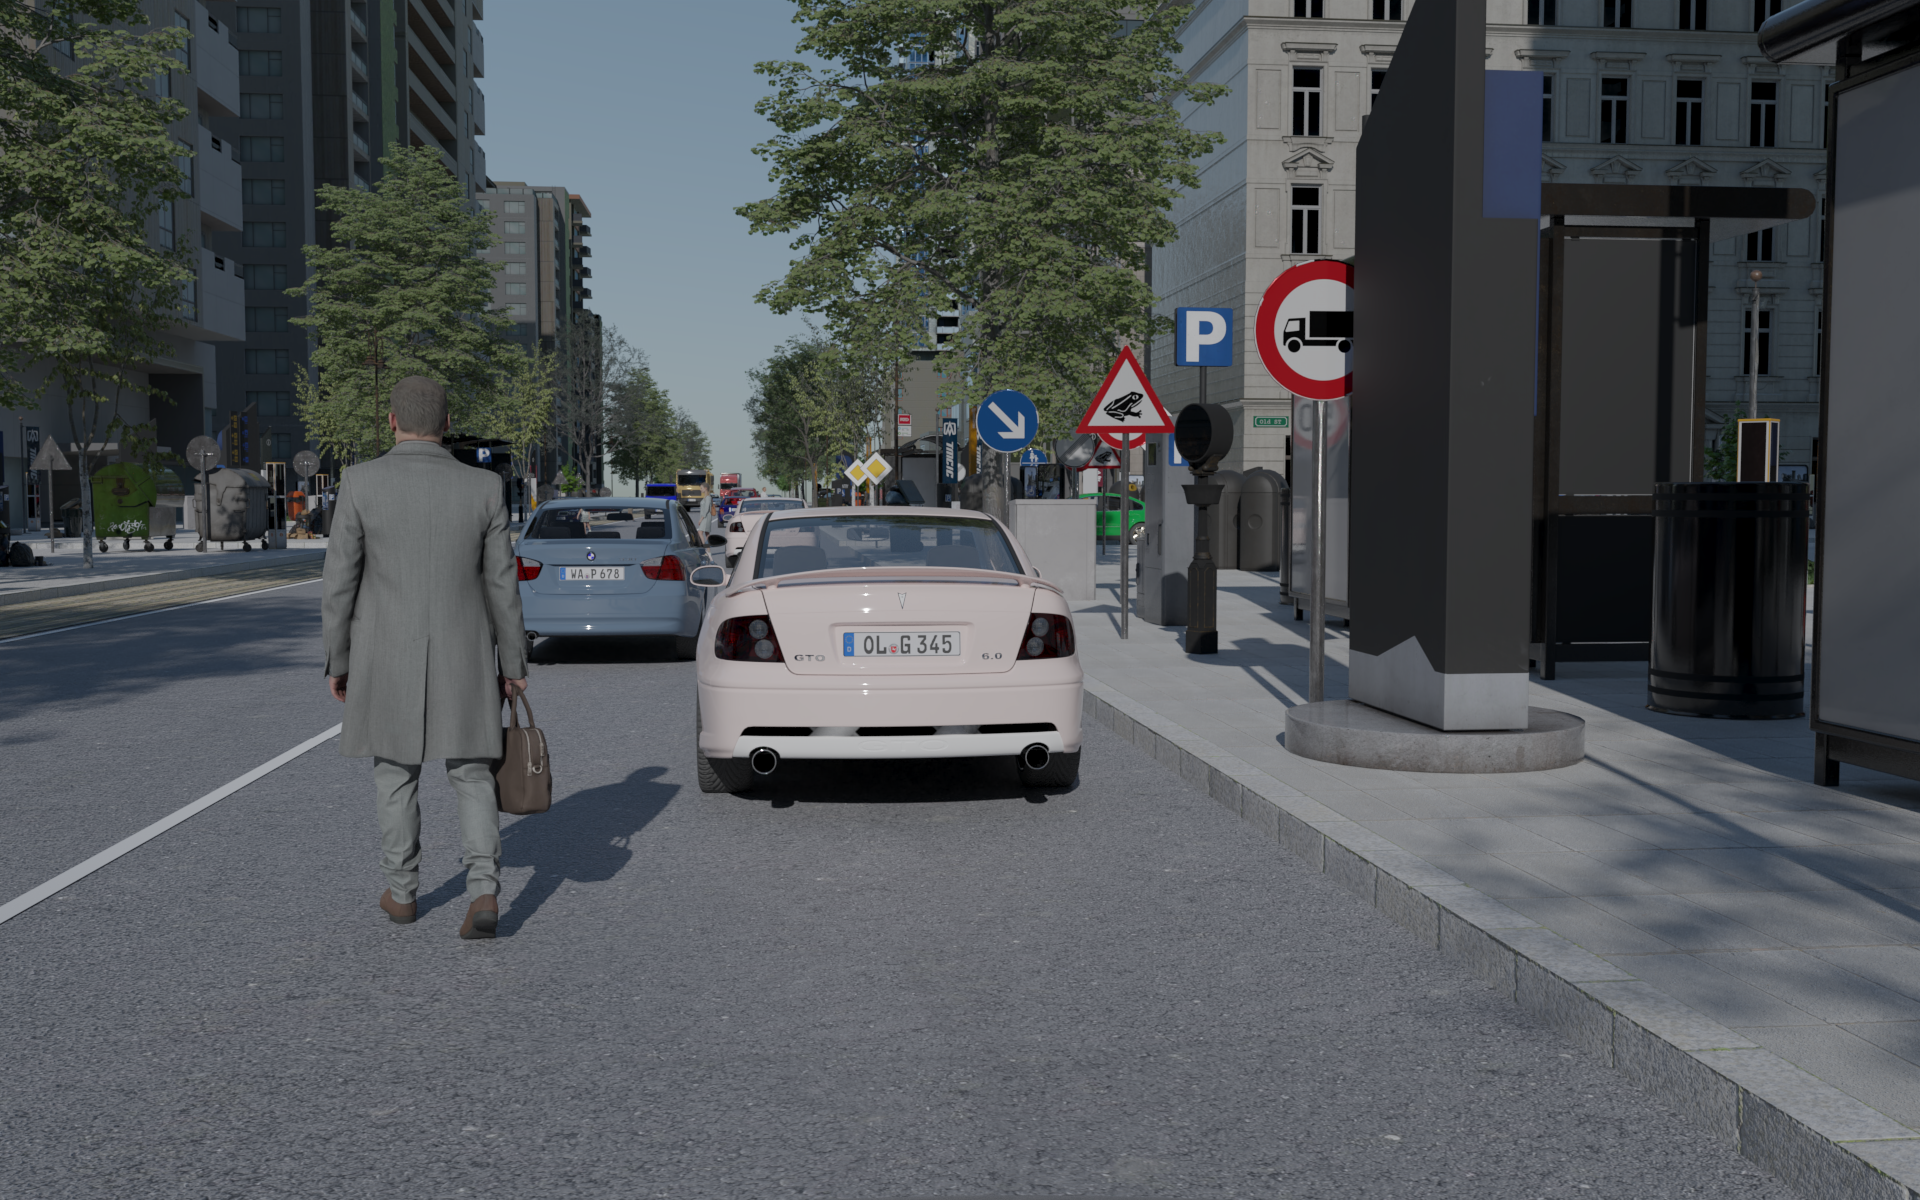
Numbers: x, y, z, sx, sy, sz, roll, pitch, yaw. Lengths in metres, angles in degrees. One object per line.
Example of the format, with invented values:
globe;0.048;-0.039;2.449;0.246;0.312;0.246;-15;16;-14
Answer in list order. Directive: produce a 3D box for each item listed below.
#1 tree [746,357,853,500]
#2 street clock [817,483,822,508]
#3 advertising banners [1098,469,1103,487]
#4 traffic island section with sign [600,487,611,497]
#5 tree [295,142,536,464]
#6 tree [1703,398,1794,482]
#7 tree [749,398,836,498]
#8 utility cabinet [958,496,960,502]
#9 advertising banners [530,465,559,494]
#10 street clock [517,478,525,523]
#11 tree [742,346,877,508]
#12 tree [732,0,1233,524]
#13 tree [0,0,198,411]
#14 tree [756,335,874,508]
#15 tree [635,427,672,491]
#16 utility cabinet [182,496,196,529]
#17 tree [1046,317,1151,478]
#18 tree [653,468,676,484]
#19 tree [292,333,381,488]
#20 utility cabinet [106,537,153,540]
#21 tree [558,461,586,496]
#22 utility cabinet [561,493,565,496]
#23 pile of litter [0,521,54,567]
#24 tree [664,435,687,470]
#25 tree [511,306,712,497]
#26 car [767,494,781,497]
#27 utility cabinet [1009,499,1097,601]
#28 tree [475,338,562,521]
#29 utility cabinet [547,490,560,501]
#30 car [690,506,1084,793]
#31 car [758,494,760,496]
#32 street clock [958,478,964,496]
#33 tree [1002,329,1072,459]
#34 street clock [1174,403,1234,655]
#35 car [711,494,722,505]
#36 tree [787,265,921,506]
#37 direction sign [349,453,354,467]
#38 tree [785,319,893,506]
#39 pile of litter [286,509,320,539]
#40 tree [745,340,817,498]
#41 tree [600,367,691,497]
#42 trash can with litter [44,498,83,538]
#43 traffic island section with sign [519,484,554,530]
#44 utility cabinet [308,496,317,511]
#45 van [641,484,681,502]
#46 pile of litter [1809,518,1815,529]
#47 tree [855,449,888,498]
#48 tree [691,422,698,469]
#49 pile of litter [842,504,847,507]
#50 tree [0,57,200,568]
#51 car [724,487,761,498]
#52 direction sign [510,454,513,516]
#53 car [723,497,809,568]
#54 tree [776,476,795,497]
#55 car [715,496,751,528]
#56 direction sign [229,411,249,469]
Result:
tree;-13.842;-14.739;151.349;12.009;13.543;11.850;0;3;0
street clock;-9.565;-6.866;116.825;0.471;2.002;0.358;1;4;11
advertising banners;5.713;-4.080;62.895;2.074;3.025;0.090;1;4;16
traffic island section with sign;-19.824;-5.409;97.070;1.989;1.847;2.006;0;4;-6
tree;-17.753;-8.439;56.111;7.486;12.596;7.792;0;3;0
tree;15.773;-2.491;35.332;1.663;3.219;1.824;0;3;0
tree;-16.663;-15.833;175.882;9.611;12.733;9.660;0;3;0
utility cabinet;0.356;-3.267;64.585;0.306;1.237;1.020;3;4;36
advertising banners;-25.016;-6.608;104.222;2.074;3.025;0.090;1;4;23
street clock;-19.607;-4.449;77.310;0.358;2.002;0.471;0;4;1
tree;-9.167;-10.674;108.925;8.767;10.594;7.601;-2;4;-29
tree;0.380;-6.641;26.715;7.486;12.596;7.792;0;3;0
tree;-13.772;-6.364;22.175;7.486;12.596;7.792;0;3;0
tree;-11.479;-14.149;137.988;9.857;13.997;8.962;0;3;0
tree;-29.908;-13.260;167.166;4.360;8.622;3.978;0;3;0
utility cabinet;-28.216;-3.233;64.020;0.306;1.237;1.020;2;4;26
tree;5.232;-7.186;67.853;4.360;8.622;3.978;0;3;0
tree;-33.917;-13.167;198.988;4.285;4.588;4.351;0;3;0
tree;-27.043;-7.691;76.109;4.737;8.622;4.395;0;3;0
utility cabinet;-23.198;-2.425;48.332;1.173;1.500;0.318;-3;4;-38
tree;-22.784;-6.469;100.377;1.663;3.219;1.824;0;3;0
utility cabinet;-26.190;-6.431;113.818;0.318;1.500;1.173;-2;4;-23
pile of litter;-17.056;-1.019;30.634;1.719;0.858;1.176;-1;4;-10
tree;-35.830;-16.006;212.059;4.737;8.622;4.395;0;3;0
tree;-24.616;-12.456;114.025;12.009;13.543;11.850;0;3;0
car;-12.918;-6.541;118.955;2.014;1.417;4.499;0;4;-7
utility cabinet;1.115;-0.595;20.898;1.020;1.237;0.306;-1;4;-15
tree;-20.740;-8.045;81.893;4.737;8.622;4.395;0;3;0
utility cabinet;-21.270;-4.999;90.408;0.318;1.500;1.173;0;4;1
car;-0.492;0.159;9.762;2.083;1.381;4.827;0;4;-6
car;-22.959;-11.265;193.972;2.009;1.686;4.222;0;4;-5
street clock;0.056;-4.323;75.254;0.358;2.002;0.471;2;4;30
tree;2.825;-7.536;73.575;4.737;8.622;4.395;0;3;0
street clock;1.947;-0.570;13.891;0.358;2.002;0.471;-2;4;-33
car;-27.713;-11.142;194.173;2.014;1.417;4.499;0;4;-8
tree;-2.982;-6.382;54.702;4.360;8.622;3.978;0;3;0
direction sign;-33.384;-6.306;95.102;0.379;3.537;0.876;0;4;-5
tree;-4.462;-7.252;68.936;4.737;8.622;4.395;0;3;0
pile of litter;-18.909;-2.165;49.370;1.176;0.858;1.719;-3;5;-42
tree;-20.110;-21.867;213.411;12.611;20.169;13.585;0;3;0
tree;-28.622;-14.434;154.124;7.486;12.596;7.792;0;3;0
trash can with litter;-26.189;-2.405;50.701;0.624;1.170;1.055;2;4;32
traffic island section with sign;-16.747;-3.762;70.133;1.989;1.847;2.006;0;4;-6
utility cabinet;-27.023;-3.746;72.408;0.306;1.237;1.020;-1;4;-13
van;-17.137;-5.820;99.538;2.240;2.365;5.245;-1;4;-8
pile of litter;31.003;-3.033;63.558;1.176;0.858;1.719;-1;4;-12
tree;-4.141;-4.873;74.274;1.663;3.219;1.824;0;3;0
tree;-33.363;-16.309;184.779;7.486;12.596;7.792;0;3;0
pile of litter;-5.121;-3.833;76.631;1.719;0.858;1.176;1;4;13
tree;-14.980;-4.839;29.474;4.737;8.622;4.395;0;3;0
car;-12.577;-5.624;100.622;2.281;1.827;5.304;0;4;-6
direction sign;-26.174;-6.647;100.678;0.379;3.537;0.876;-1;4;-18
car;-3.760;-1.384;34.991;2.083;1.381;4.827;0;4;-5
tree;-23.150;-15.115;230.835;4.285;4.588;4.351;0;3;0
car;-9.601;-3.806;74.807;1.945;1.354;3.894;0;4;-7
direction sign;-19.762;-3.398;47.557;0.379;3.537;0.876;0;4;8
